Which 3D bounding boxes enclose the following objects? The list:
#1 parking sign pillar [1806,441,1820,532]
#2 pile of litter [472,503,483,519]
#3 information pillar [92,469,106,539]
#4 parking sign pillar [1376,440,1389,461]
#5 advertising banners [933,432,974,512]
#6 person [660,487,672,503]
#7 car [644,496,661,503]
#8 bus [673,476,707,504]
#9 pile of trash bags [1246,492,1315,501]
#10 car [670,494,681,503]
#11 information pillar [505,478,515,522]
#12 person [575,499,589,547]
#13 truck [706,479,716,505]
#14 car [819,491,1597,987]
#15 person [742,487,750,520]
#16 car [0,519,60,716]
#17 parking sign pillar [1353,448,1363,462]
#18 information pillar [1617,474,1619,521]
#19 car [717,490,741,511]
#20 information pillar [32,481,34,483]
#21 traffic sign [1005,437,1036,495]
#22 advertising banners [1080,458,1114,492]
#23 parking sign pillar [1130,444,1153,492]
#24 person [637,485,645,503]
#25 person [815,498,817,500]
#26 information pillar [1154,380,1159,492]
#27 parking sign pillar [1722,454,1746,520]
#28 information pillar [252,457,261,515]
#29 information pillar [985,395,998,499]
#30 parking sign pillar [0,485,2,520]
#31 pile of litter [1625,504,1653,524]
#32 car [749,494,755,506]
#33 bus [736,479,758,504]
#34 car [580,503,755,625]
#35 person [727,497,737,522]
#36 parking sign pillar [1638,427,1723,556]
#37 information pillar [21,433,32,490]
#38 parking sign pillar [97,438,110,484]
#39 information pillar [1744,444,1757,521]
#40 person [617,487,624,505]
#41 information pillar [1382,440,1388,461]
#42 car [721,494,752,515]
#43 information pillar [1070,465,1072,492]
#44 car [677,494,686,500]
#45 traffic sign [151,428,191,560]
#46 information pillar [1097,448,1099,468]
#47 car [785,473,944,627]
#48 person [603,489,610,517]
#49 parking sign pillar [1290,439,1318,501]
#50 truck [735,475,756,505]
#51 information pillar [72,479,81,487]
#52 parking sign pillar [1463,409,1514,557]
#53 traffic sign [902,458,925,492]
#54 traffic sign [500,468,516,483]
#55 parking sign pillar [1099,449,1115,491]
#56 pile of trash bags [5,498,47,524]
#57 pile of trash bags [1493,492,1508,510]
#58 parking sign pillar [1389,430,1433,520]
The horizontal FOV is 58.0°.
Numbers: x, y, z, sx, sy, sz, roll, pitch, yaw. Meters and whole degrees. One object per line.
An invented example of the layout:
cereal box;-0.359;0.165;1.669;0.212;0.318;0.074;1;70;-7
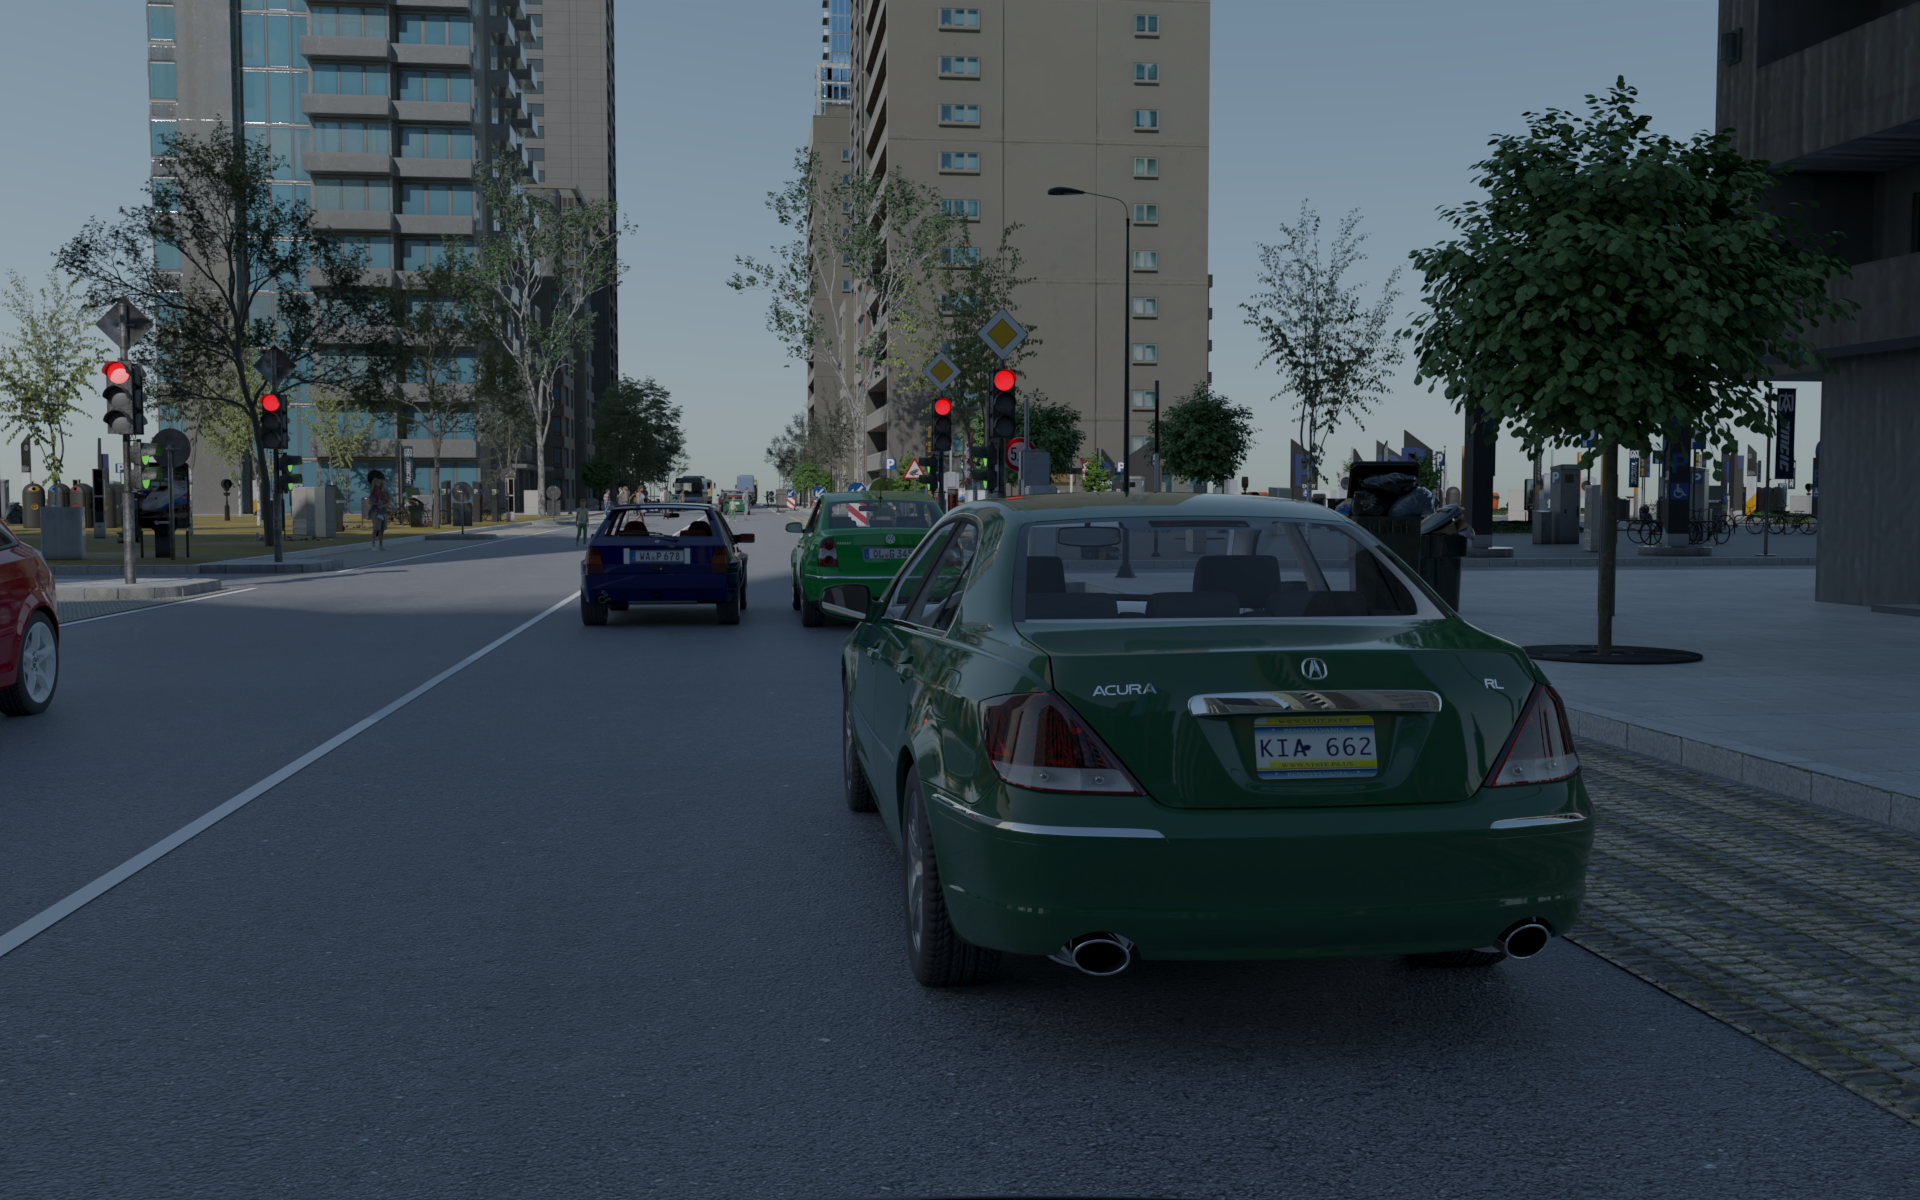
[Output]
parking sign pillar;29.888;-4.339;59.418;1.447;3.967;1.447;-1;4;-23
pile of litter;-25.695;-4.691;90.657;1.176;0.858;1.719;-3;5;-39
information pillar;-24.848;-2.783;49.996;0.304;2.012;0.304;-1;4;-22
parking sign pillar;21.122;-5.918;85.229;1.447;3.967;1.447;1;4;14
advertising banners;-0.219;-3.266;49.580;0.090;3.025;2.074;-2;4;-35
person;-16.630;-5.465;97.954;0.679;1.850;0.850;-1;4;-18
car;-20.008;-6.150;113.138;1.945;1.354;3.894;-1;4;-8
bus;-26.014;-10.572;167.706;2.948;3.499;13.247;0;4;-6
pile of trash bags;13.342;-3.749;71.053;1.912;1.369;3.447;-2;4;-32
car;-23.844;-7.975;142.189;2.131;1.459;4.920;0;4;-6
information pillar;-20.845;-4.633;80.242;0.304;2.012;0.304;-2;4;-35
person;-10.205;-2.079;46.741;0.306;1.304;0.590;-2;4;-35
truck;-33.615;-14.067;225.916;3.469;3.379;9.791;-1;4;-8
car;0.567;0.320;6.565;2.131;1.459;4.920;0;4;-8
person;-11.661;-5.256;94.542;0.391;1.810;0.635;0;4;2
car;-6.681;-0.042;9.721;2.155;1.783;4.494;0;4;-7
parking sign pillar;23.801;-6.994;102.830;1.447;3.967;1.447;3;4;39
information pillar;24.290;-3.667;64.452;0.304;2.012;0.304;0;4;4
car;-19.354;-8.403;146.056;2.281;1.827;5.304;-1;4;-9
information pillar;-50.905;-5.534;94.971;0.304;2.012;0.304;-2;4;-29
traffic sign;1.345;-2.375;38.935;0.768;2.556;0.104;0;4;2
advertising banners;6.805;-5.343;83.547;2.074;3.025;0.090;0;4;-1
parking sign pillar;8.515;-5.630;80.515;1.447;3.967;1.447;0;4;2
person;-14.033;-4.115;75.866;0.778;1.811;0.616;1;4;8
person;-8.079;-5.189;97.610;0.475;1.303;0.640;-2;4;-24
information pillar;4.027;-2.699;35.491;0.183;3.616;0.504;0;4;6
parking sign pillar;39.001;-6.030;87.070;1.447;3.967;1.447;1;4;13
information pillar;-42.389;-6.915;104.408;0.504;3.616;0.183;-3;5;-40
information pillar;0.788;-3.035;40.977;0.504;3.616;0.183;-3;5;-39
parking sign pillar;-18.604;-2.675;32.207;1.447;3.967;1.447;2;4;28
pile of litter;28.941;-3.668;73.938;1.719;0.858;1.176;-2;4;-35
car;-26.296;-12.466;212.851;2.155;1.783;4.494;0;4;-7
bus;-31.032;-15.966;252.587;2.896;3.916;12.252;-1;4;-9
car;-3.393;-0.472;20.290;1.945;1.354;3.894;0;4;-5
person;-11.807;-4.711;89.773;0.590;1.304;0.306;2;4;35
parking sign pillar;15.063;-2.930;36.380;1.447;3.967;1.447;1;4;17
information pillar;-36.068;-4.624;66.953;0.504;3.616;0.183;2;4;26
parking sign pillar;-41.401;-5.823;83.686;1.447;3.967;1.447;-2;4;-28
information pillar;37.038;-5.488;81.079;0.183;3.616;0.504;-2;4;-26
person;-19.582;-5.617;100.309;0.822;1.834;0.622;-3;4;-37
information pillar;18.469;-5.135;75.317;0.183;3.616;0.504;2;4;34
car;-15.372;-6.566;119.150;2.131;1.459;4.920;0;4;-8
information pillar;4.709;-5.020;73.430;0.183;3.616;0.504;0;4;1
car;-24.457;-8.314;147.728;2.131;1.459;4.920;-1;4;-9
traffic sign;-15.279;-2.045;33.546;0.768;2.556;0.104;0;4;-3
information pillar;6.965;-5.879;87.476;0.183;3.616;0.504;1;4;8
car;-1.025;-0.694;20.136;1.959;1.807;4.718;0;4;-8
person;-21.937;-6.003;107.485;0.643;1.720;0.563;-2;4;-35
parking sign pillar;16.779;-5.870;84.448;1.447;3.967;1.447;-1;4;-15
truck;-29.248;-15.040;235.663;2.967;4.110;18.799;0;4;-6
information pillar;-43.548;-4.949;85.409;0.304;2.012;0.304;0;4;-8
parking sign pillar;10.670;-2.884;35.624;1.447;3.967;1.447;1;4;8
traffic sign;-1.612;-3.772;61.677;0.884;2.594;0.081;0;4;1
traffic sign;-21.782;-5.100;83.499;0.768;2.556;0.104;0;4;-3
parking sign pillar;8.671;-7.002;102.955;1.447;3.967;1.447;-2;4;-28
pile of trash bags;-39.990;-3.920;73.838;1.912;1.369;3.447;2;4;24
pile of trash bags;29.250;-4.968;90.983;1.912;1.369;3.447;-3;5;-39
parking sign pillar;19.005;-5.117;72.142;1.447;3.967;1.447;3;5;44
